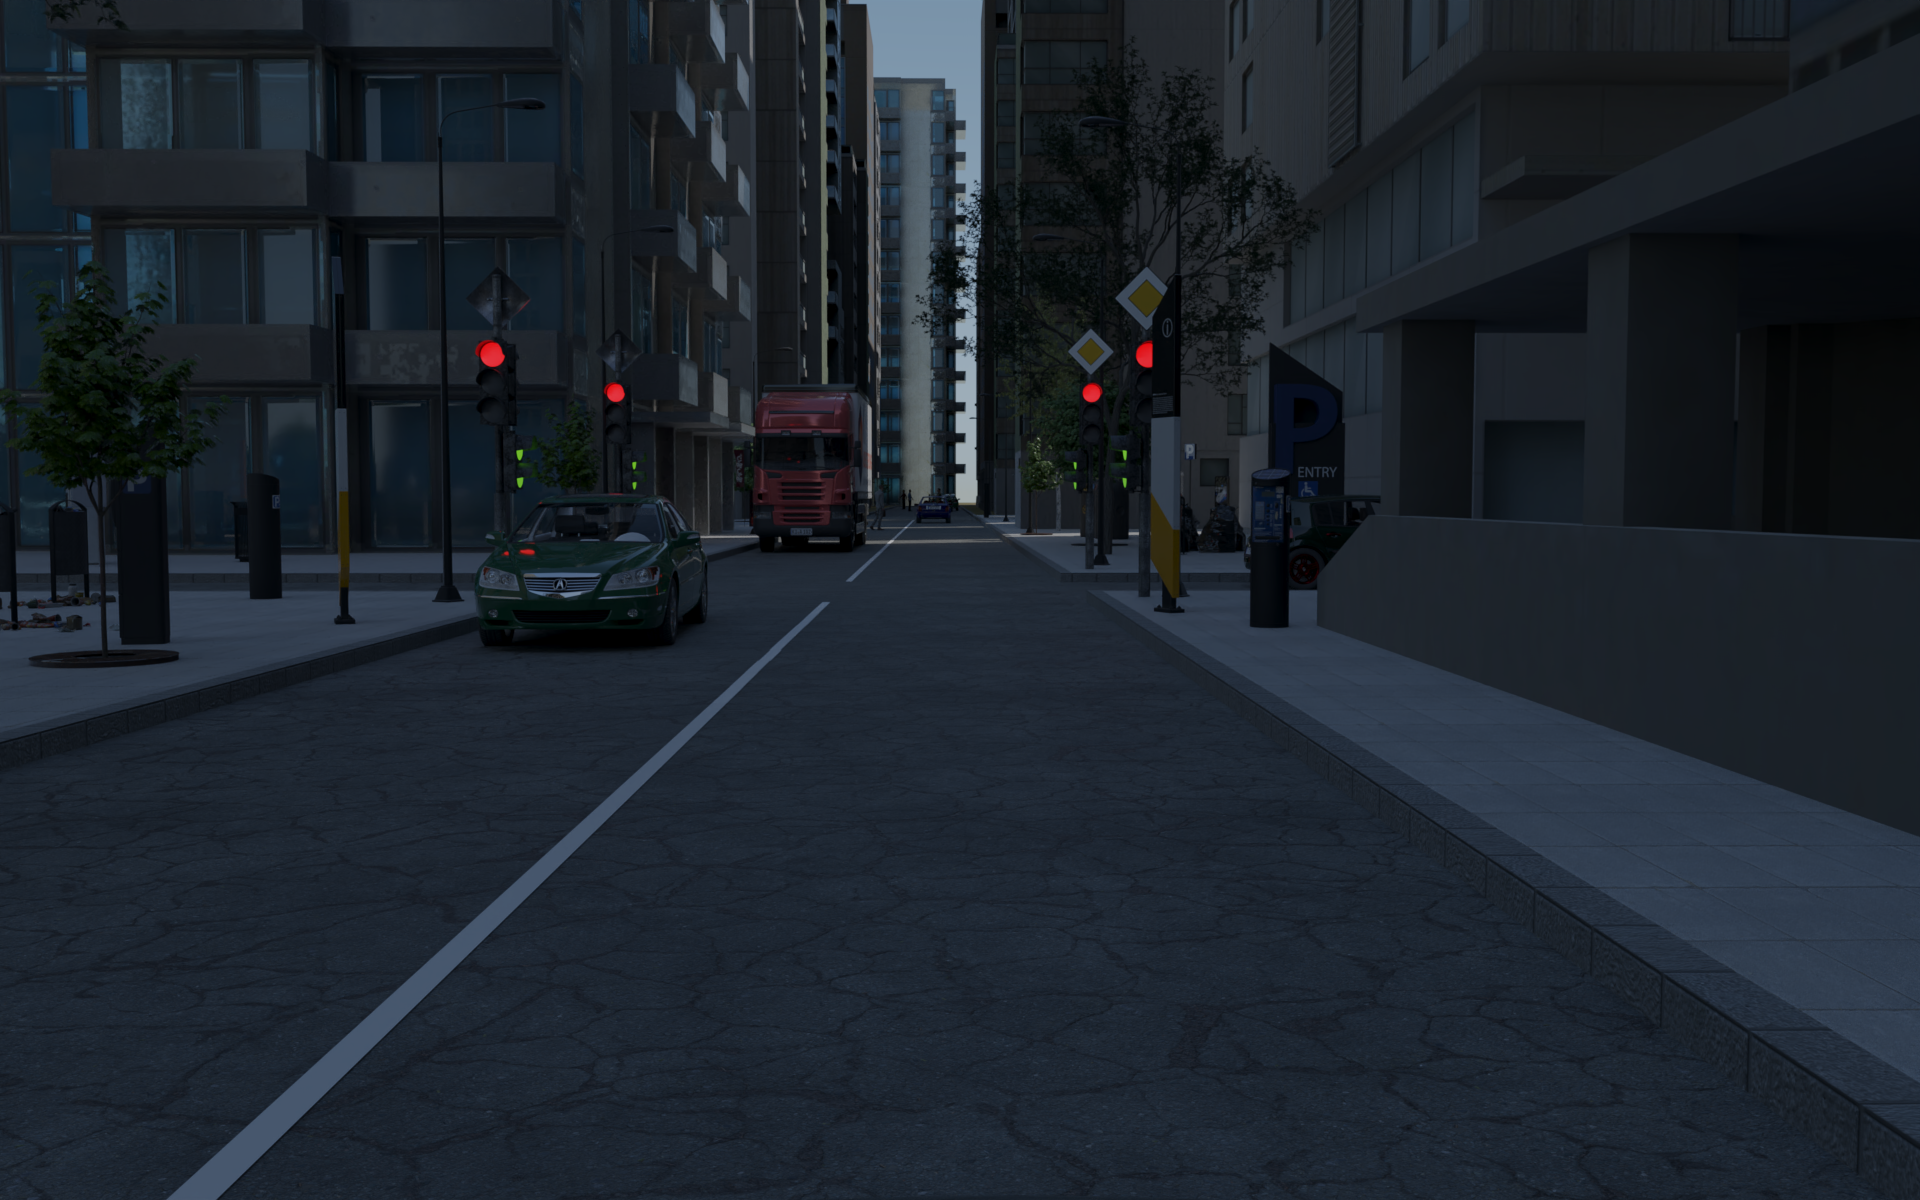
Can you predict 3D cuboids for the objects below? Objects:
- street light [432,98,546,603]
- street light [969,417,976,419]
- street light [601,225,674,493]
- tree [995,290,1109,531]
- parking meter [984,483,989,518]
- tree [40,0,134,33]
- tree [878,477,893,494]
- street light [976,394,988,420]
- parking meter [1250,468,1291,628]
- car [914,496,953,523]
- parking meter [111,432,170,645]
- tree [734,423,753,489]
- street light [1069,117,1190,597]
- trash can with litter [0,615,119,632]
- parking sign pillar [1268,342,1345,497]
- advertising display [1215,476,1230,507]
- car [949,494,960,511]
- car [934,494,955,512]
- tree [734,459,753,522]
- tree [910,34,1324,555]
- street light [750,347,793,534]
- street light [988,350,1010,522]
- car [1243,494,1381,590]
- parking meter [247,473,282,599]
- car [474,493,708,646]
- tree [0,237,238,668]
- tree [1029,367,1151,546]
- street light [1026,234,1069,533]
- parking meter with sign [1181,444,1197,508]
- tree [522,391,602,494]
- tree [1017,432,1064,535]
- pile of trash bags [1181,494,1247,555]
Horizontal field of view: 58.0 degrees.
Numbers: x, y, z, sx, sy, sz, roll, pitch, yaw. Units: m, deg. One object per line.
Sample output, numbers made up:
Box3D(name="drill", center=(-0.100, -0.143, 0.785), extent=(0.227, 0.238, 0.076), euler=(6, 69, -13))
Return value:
Box3D(name="street light", center=(-5.562, -2.932, 20.472), extent=(1.470, 5.913, 1.316), euler=(0, 4, -1))
Box3D(name="street light", center=(1.256, -8.079, 104.635), extent=(1.470, 5.913, 1.316), euler=(0, 4, -1))
Box3D(name="street light", center=(-5.640, -3.519, 30.081), extent=(1.470, 5.913, 1.316), euler=(0, 4, -1))
Box3D(name="tree", center=(3.344, -6.690, 59.739), extent=(4.737, 8.622, 4.395), euler=(0, 3, 0))
Box3D(name="parking meter", center=(1.428, -5.386, 93.764), extent=(0.255, 1.863, 0.399), euler=(0, 4, -6))
Box3D(name="tree", center=(-6.600, -4.455, 7.247), extent=(8.767, 10.594, 7.601), euler=(0, 3, 0))
Box3D(name="tree", center=(-8.141, -11.469, 182.112), extent=(1.663, 3.219, 1.824), euler=(0, 3, 0))
Box3D(name="street light", center=(1.596, -6.584, 80.187), extent=(1.470, 5.913, 1.316), euler=(0, 4, -1))
Box3D(name="parking meter", center=(2.990, -0.507, 16.698), extent=(0.372, 1.533, 0.369), euler=(0, 3, 0))
Box3D(name="car", center=(-1.316, -4.499, 86.142), extent=(1.945, 1.354, 3.894), euler=(0, 4, -1))
Box3D(name="parking meter", center=(-7.010, -0.557, 14.811), extent=(0.399, 1.863, 0.255), euler=(-1, 4, -11))
Box3D(name="tree", center=(-7.955, -5.378, 71.641), extent=(4.285, 4.588, 4.351), euler=(0, 3, 0))
Box3D(name="street light", center=(2.160, -2.994, 21.495), extent=(1.470, 5.913, 1.316), euler=(0, 4, -1))
Box3D(name="trash can with litter", center=(-8.987, -0.330, 16.458), extent=(2.233, 1.210, 1.678), euler=(1, 4, 20))
Box3D(name="parking sign pillar", center=(6.149, -2.586, 30.760), extent=(1.447, 3.967, 1.447), euler=(0, 4, 2))
Box3D(name="advertising display", center=(9.363, -3.465, 61.874), extent=(0.123, 1.923, 0.974), euler=(-1, 4, -18))
Box3D(name="car", center=(-1.025, -8.365, 148.568), extent=(2.131, 1.459, 4.920), euler=(0, 4, 0))
Box3D(name="car", center=(-1.487, -7.883, 140.687), extent=(2.131, 1.459, 4.920), euler=(0, 4, 0))
Box3D(name="tree", center=(-9.929, -5.208, 79.750), extent=(1.663, 3.219, 1.824), euler=(0, 3, 0))
Box3D(name="tree", center=(3.061, -6.225, 36.193), extent=(8.767, 10.594, 7.601), euler=(0, 4, 3))
Box3D(name="street light", center=(-5.986, -5.041, 54.953), extent=(1.470, 5.913, 1.316), euler=(0, 4, -1))
Box3D(name="street light", center=(1.731, -5.093, 55.819), extent=(1.470, 5.913, 1.316), euler=(0, 4, -1))
Box3D(name="car", center=(6.477, -1.024, 26.530), extent=(4.222, 1.686, 2.009), euler=(0, 4, -1))
Box3D(name="parking meter", center=(-8.519, -0.783, 21.215), extent=(0.372, 1.533, 0.369), euler=(0, 3, 0))
Box3D(name="car", center=(-3.681, -0.372, 17.885), extent=(2.131, 1.459, 4.920), euler=(0, 4, -2))
Box3D(name="tree", center=(-6.581, -1.127, 13.022), extent=(1.663, 3.219, 1.824), euler=(0, 3, 0))
Box3D(name="tree", center=(3.415, -3.637, 43.184), extent=(4.285, 4.588, 4.351), euler=(0, 3, 0))
Box3D(name="street light", center=(1.998, -3.581, 31.085), extent=(1.470, 5.913, 1.316), euler=(0, 4, -1))
Box3D(name="parking meter with sign", center=(7.276, -3.871, 59.558), extent=(1.738, 3.016, 0.543), euler=(-2, 4, -32))
Box3D(name="tree", center=(-7.224, -2.337, 32.816), extent=(1.663, 3.219, 1.824), euler=(0, 3, 0))
Box3D(name="tree", center=(2.364, -3.636, 54.049), extent=(1.663, 3.219, 1.824), euler=(0, 3, 0))
Box3D(name="pile of trash bags", center=(5.112, -1.730, 38.031), extent=(1.912, 1.369, 3.447), euler=(2, 4, 24))
